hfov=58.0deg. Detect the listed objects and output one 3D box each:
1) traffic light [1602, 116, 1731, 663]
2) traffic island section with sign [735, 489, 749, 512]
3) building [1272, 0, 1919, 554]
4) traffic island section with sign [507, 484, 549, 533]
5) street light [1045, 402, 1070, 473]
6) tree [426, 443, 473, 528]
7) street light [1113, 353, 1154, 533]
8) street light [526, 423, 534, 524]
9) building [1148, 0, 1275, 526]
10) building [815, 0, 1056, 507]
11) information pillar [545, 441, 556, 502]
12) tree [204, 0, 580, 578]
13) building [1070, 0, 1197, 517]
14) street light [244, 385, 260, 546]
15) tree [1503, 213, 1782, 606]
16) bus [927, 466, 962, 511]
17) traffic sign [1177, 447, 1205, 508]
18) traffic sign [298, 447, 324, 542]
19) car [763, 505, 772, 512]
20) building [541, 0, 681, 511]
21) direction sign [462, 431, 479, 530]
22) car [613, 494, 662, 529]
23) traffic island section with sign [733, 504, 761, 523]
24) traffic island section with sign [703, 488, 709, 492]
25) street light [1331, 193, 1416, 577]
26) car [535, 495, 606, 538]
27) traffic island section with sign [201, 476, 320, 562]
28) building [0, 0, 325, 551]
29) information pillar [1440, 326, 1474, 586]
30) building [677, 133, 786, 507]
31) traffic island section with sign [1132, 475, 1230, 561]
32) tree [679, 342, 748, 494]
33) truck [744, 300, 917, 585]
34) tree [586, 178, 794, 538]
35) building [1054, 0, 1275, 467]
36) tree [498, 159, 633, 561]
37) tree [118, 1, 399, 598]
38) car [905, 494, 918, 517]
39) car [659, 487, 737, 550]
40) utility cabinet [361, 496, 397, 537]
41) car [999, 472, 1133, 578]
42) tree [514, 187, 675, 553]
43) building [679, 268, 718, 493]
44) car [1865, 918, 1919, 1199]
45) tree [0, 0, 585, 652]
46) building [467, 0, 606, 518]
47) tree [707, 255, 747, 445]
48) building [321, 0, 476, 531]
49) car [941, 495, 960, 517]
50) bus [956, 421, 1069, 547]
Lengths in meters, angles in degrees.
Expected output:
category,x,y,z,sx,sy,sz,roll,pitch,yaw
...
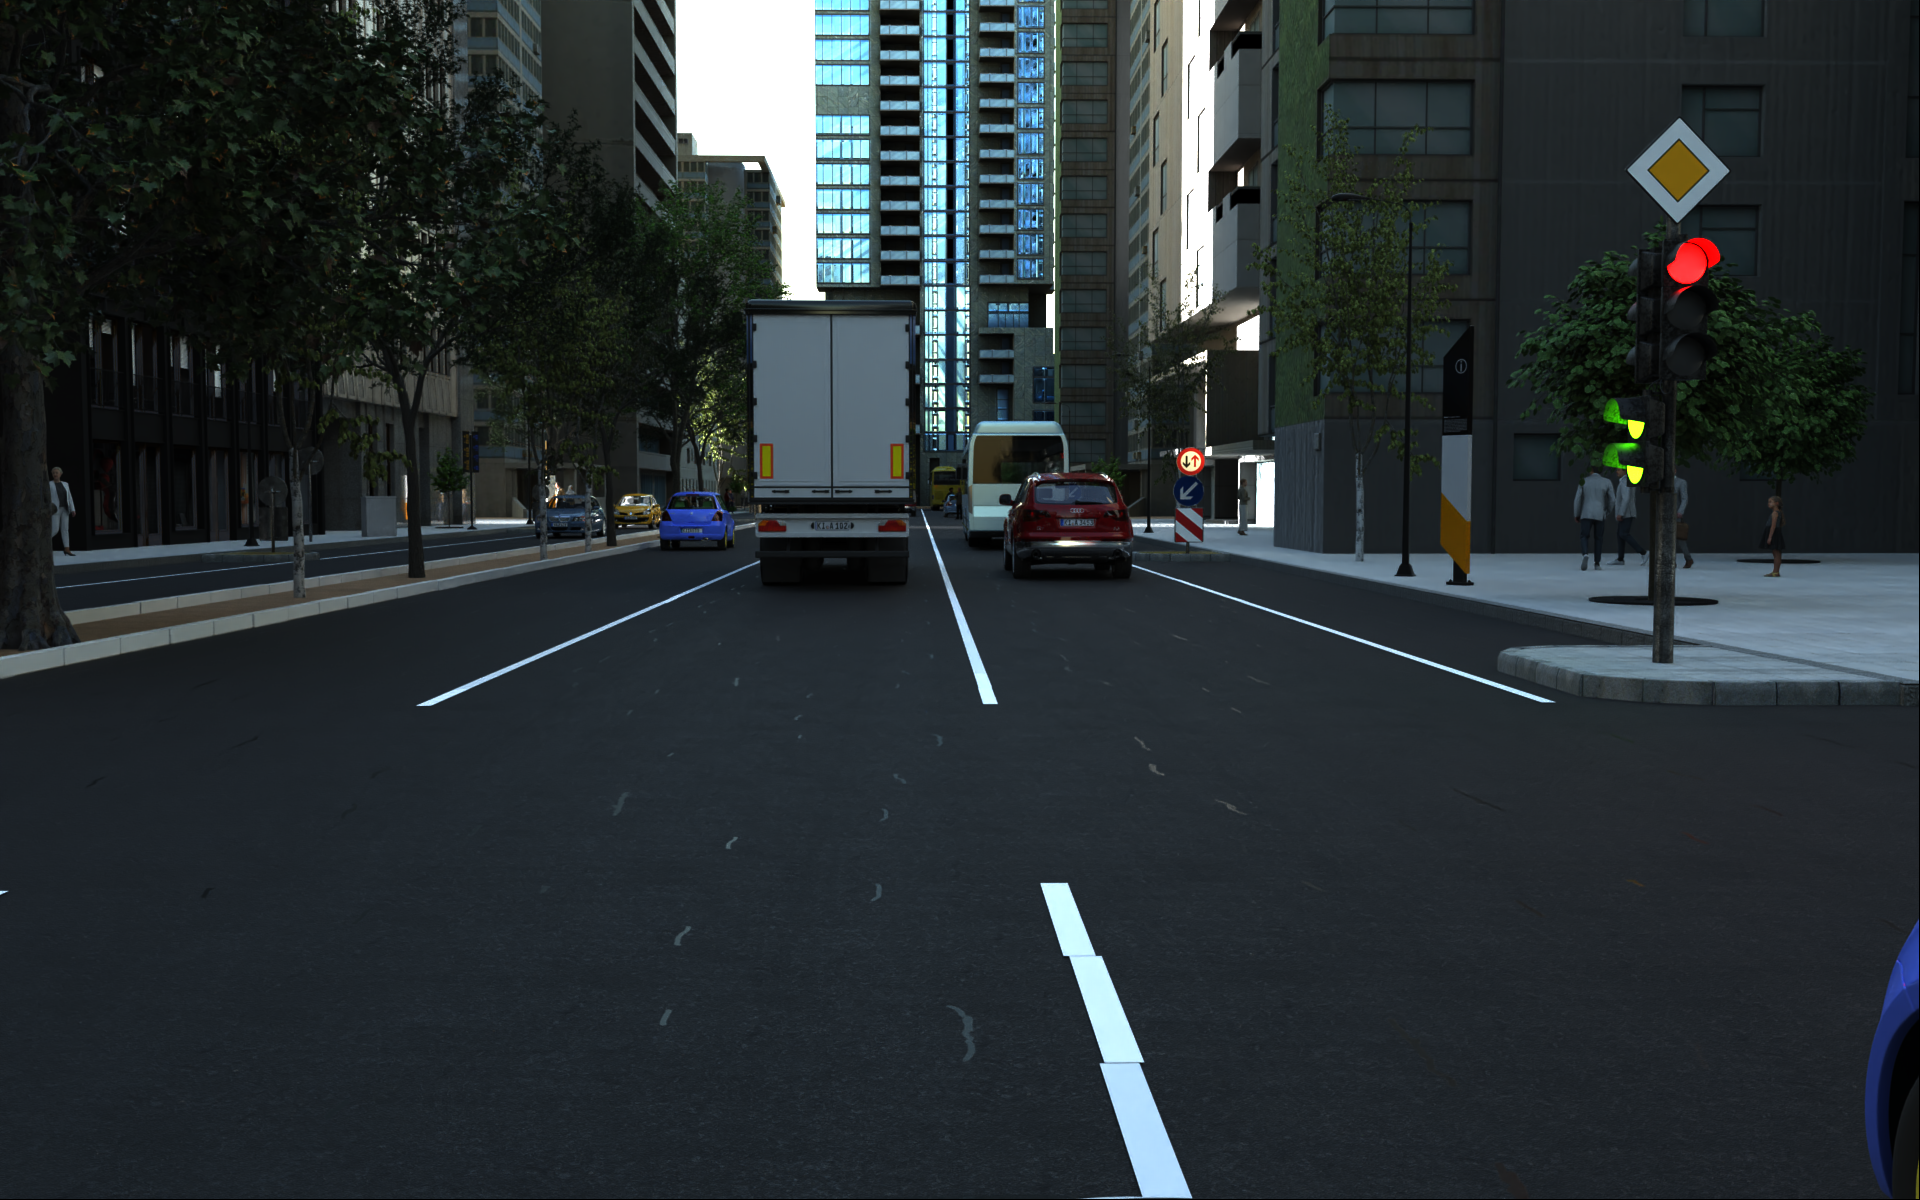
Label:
category,x,y,z,sx,sy,sz,roll,pitch,yaw
traffic light,5.332,-1.477,13.072,0.839,4.253,0.868,0,4,-1
traffic island section with sign,-17.602,-8.145,141.799,1.989,1.847,2.006,0,4,-1
building,14.645,-21.982,43.000,14.154,41.232,14.086,0,4,-1
traffic island section with sign,-15.641,-3.410,64.386,1.989,1.847,2.006,0,4,-1
street light,4.980,-7.023,87.367,1.470,5.913,1.316,0,4,-1
tree,-19.248,-4.294,64.816,1.663,3.219,1.824,0,3,0
street light,5.712,-5.179,57.211,1.470,5.913,1.316,0,4,-1
street light,-17.643,-6.150,73.091,1.470,5.913,1.316,0,4,-1
building,22.968,-29.502,71.604,28.713,52.752,27.495,0,4,-1
building,-3.269,-53.209,182.631,31.000,86.520,22.319,0,4,-1
information pillar,-18.110,-5.212,76.576,0.183,3.616,0.504,3,4,37
tree,-9.236,-5.667,29.524,8.767,10.594,7.601,0,4,-1
building,23.163,-25.221,104.252,32.217,40.220,23.993,0,4,-1
street light,-16.905,-4.278,42.491,1.470,5.913,1.316,0,4,-1
tree,8.201,-2.252,20.534,4.285,4.588,4.351,0,3,0
bus,-1.328,-9.871,152.935,2.896,3.916,12.252,0,4,-2
traffic sign,6.275,-2.878,47.157,0.768,2.556,0.104,0,4,6
traffic sign,-17.439,-2.835,46.454,0.768,2.556,0.104,0,4,-1
car,-15.061,-7.992,140.449,2.009,1.686,4.222,0,4,-2
building,-32.016,-30.484,122.116,21.300,48.544,21.600,0,4,-1
direction sign,-17.631,-4.311,62.477,0.379,3.537,0.876,1,4,21
car,-13.571,-3.825,72.756,2.015,1.641,3.980,0,4,-3
traffic island section with sign,-10.421,-4.861,87.611,2.006,1.907,1.989,0,4,-1
traffic island section with sign,-16.925,-6.497,114.852,1.989,1.847,2.006,0,4,-1
street light,6.426,-3.325,26.906,1.470,5.913,1.316,0,4,-1
car,-12.913,-2.791,57.628,2.014,1.417,4.499,0,4,-2
traffic island section with sign,-14.961,-1.753,37.289,1.989,1.847,2.006,0,4,-1
building,-26.039,-13.236,46.082,12.332,23.373,15.834,0,4,-1
information pillar,7.000,-2.019,24.367,0.183,3.616,0.504,-2,4,-33
building,-31.699,-30.396,188.858,23.993,40.220,32.217,0,4,-1
traffic island section with sign,4.760,-1.783,37.778,1.989,1.847,2.006,0,4,-1
tree,-10.348,-7.428,74.264,4.737,8.622,4.395,0,3,0
truck,-2.176,-2.552,30.647,2.839,4.237,11.283,0,4,-3
tree,-9.193,-7.829,56.211,9.928,11.665,9.643,0,3,0
building,13.639,-26.908,123.547,14.154,41.232,14.086,0,4,-1
tree,-8.686,-5.079,35.857,4.737,8.622,4.395,0,3,0
tree,-9.038,-4.313,23.329,4.737,8.622,4.395,0,3,0
car,-3.852,-6.312,111.880,2.281,1.827,5.304,0,4,-1
car,-6.846,-2.186,45.340,1.945,1.707,3.694,0,4,-3
utility cabinet,-17.511,-2.509,52.183,0.306,1.237,1.020,3,5,41
car,1.870,-1.365,30.996,2.281,1.827,5.304,0,4,-1
tree,-8.905,-5.416,41.369,4.360,8.622,3.978,0,3,0
building,-36.791,-18.528,147.972,28.899,21.520,27.650,0,4,-1
car,2.417,0.493,1.526,1.945,1.707,3.694,0,4,-1
tree,-8.722,-5.901,15.950,9.611,12.733,9.660,0,3,0
building,-37.429,-24.906,99.097,32.217,40.220,23.993,0,4,-1
tree,-9.506,-6.759,47.385,8.767,10.594,7.601,0,4,-1
building,-26.636,-15.037,63.879,12.078,24.808,19.932,0,4,-1
car,-0.138,-5.828,107.296,2.014,1.417,4.499,0,4,-1
bus,1.400,-3.391,50.303,2.948,3.499,13.247,0,4,-1
